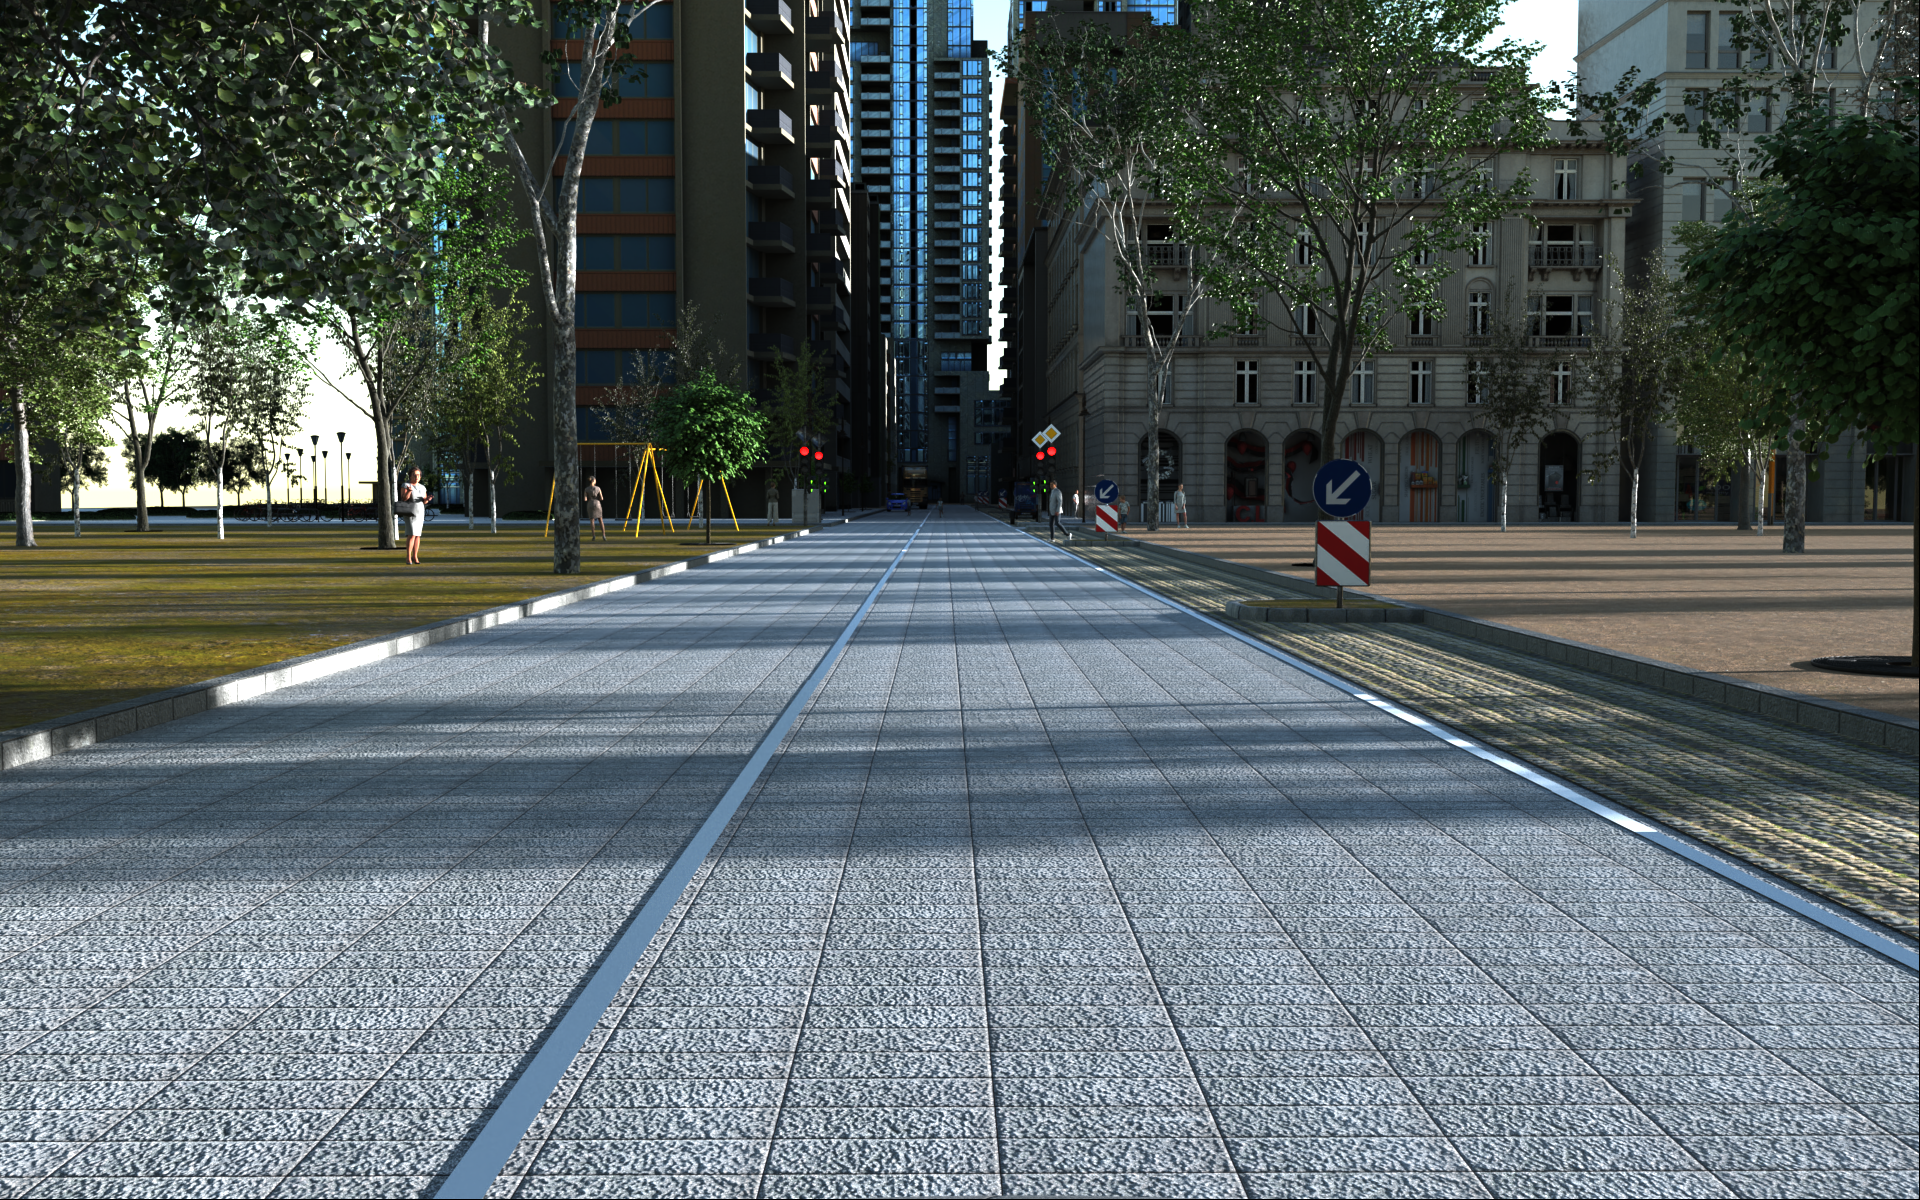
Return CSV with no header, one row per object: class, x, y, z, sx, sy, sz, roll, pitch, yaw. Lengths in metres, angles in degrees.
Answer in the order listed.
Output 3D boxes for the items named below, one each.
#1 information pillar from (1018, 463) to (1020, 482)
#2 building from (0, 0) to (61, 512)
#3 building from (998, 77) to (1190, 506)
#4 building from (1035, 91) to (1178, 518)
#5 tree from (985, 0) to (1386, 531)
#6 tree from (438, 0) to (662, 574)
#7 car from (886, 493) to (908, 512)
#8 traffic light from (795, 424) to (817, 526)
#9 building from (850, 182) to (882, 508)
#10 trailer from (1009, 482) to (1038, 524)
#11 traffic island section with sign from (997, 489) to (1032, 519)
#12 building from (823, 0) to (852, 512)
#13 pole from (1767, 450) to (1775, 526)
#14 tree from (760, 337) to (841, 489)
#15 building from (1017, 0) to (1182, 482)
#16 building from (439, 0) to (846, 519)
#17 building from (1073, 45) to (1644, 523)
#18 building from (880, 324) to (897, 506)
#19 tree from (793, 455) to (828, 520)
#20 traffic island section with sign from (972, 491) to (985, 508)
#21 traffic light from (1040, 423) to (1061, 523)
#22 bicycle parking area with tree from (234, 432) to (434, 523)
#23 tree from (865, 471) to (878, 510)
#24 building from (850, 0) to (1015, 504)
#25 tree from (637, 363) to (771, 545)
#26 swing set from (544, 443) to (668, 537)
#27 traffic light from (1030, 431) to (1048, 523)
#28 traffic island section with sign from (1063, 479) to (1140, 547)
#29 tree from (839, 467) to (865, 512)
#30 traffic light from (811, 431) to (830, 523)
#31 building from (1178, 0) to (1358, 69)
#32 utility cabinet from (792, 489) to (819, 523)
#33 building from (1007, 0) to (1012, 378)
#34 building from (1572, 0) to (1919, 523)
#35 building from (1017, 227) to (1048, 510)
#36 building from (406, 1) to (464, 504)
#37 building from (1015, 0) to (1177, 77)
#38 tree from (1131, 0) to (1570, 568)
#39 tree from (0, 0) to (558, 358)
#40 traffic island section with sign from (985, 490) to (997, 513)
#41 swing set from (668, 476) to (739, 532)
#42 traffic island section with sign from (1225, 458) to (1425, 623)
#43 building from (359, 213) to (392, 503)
information pillar,4.476,-8.610,132.120,0.183,3.616,0.504,0,4,-3
building,-61.905,-26.315,84.869,28.867,44.769,22.147,0,4,-1
building,15.242,-32.205,181.180,22.147,44.769,28.867,0,4,-1
building,13.486,-16.741,107.002,16.112,22.955,30.059,0,4,-1
tree,7.519,-12.398,58.594,12.611,20.169,13.585,0,3,0
tree,-7.532,-10.554,28.443,12.611,20.169,13.585,0,3,0
car,-5.110,-8.103,142.075,1.945,1.707,3.694,0,4,0
traffic light,-6.144,-4.894,68.935,0.839,4.253,0.868,0,4,-1
building,-14.592,-23.736,159.782,14.160,30.474,14.107,0,4,-1
trailer,3.083,-4.605,82.343,1.471,1.999,3.904,0,4,1
traffic island section with sign,3.340,-5.696,101.751,1.989,1.847,2.006,0,4,-1
building,-19.801,-31.322,135.810,21.300,48.544,21.600,0,4,-1
pole,32.973,-4.681,70.378,0.158,3.312,0.155,0,3,0
tree,-7.766,-8.049,81.962,4.737,8.622,4.395,0,3,0
building,12.530,-31.148,159.380,14.600,45.320,14.200,0,4,-1
building,-18.296,-27.409,102.767,22.147,44.769,28.867,0,4,-1
building,17.908,-14.732,82.672,24.055,21.916,13.314,0,4,-1
building,-22.663,-22.598,214.512,28.899,21.520,27.650,0,4,-1
tree,-7.304,-5.613,86.377,1.663,3.219,1.824,0,3,0
traffic island section with sign,2.561,-10.464,179.714,1.989,1.847,2.006,0,4,-1
traffic light,3.616,-4.901,69.048,0.839,4.253,0.868,0,4,-1
bicycle parking area with tree,-29.867,-5.833,82.377,9.016,4.147,8.231,-1,4,-20
tree,-7.819,-8.997,141.696,1.663,3.219,1.824,0,3,0
building,-8.608,-57.009,244.772,31.000,86.520,22.319,0,4,-1
tree,-6.465,-3.672,43.751,4.285,4.588,4.351,0,3,0
swing set,-10.971,-3.390,53.052,3.119,2.851,2.862,0,4,8
traffic light,3.537,-5.389,77.032,0.839,4.253,0.868,0,4,-1
traffic island section with sign,3.864,-2.395,47.779,1.989,1.847,2.006,0,4,-1
tree,-7.718,-7.783,121.845,1.663,3.219,1.824,0,3,0
traffic light,-6.223,-5.382,76.920,0.839,4.253,0.868,0,4,-1
building,37.569,-47.639,217.156,20.611,71.187,20.563,0,4,-1
utility cabinet,-6.778,-4.118,76.009,1.173,1.500,0.318,0,4,1
building,17.203,-49.331,244.813,20.611,71.187,20.563,0,4,-1
building,45.716,-18.620,81.929,29.804,29.767,11.434,0,4,-1
building,12.232,-19.464,137.299,14.314,24.678,30.058,0,4,-1
building,-52.640,-55.202,215.224,31.000,86.520,22.319,0,4,-1
building,15.131,-54.943,210.995,22.319,86.520,31.000,0,4,-1
tree,6.609,-6.388,30.201,9.928,11.665,9.643,0,3,0
tree,-6.246,-6.307,9.779,9.857,13.997,8.962,0,3,0
traffic island section with sign,3.060,-7.381,129.314,1.989,1.847,2.006,0,4,-1
swing set,-9.825,-3.831,60.260,2.862,2.851,3.119,3,5,43
traffic island section with sign,4.151,-0.702,20.100,1.989,1.847,2.006,0,4,-1
building,-67.688,-36.157,245.790,28.867,44.769,22.147,0,4,-1
